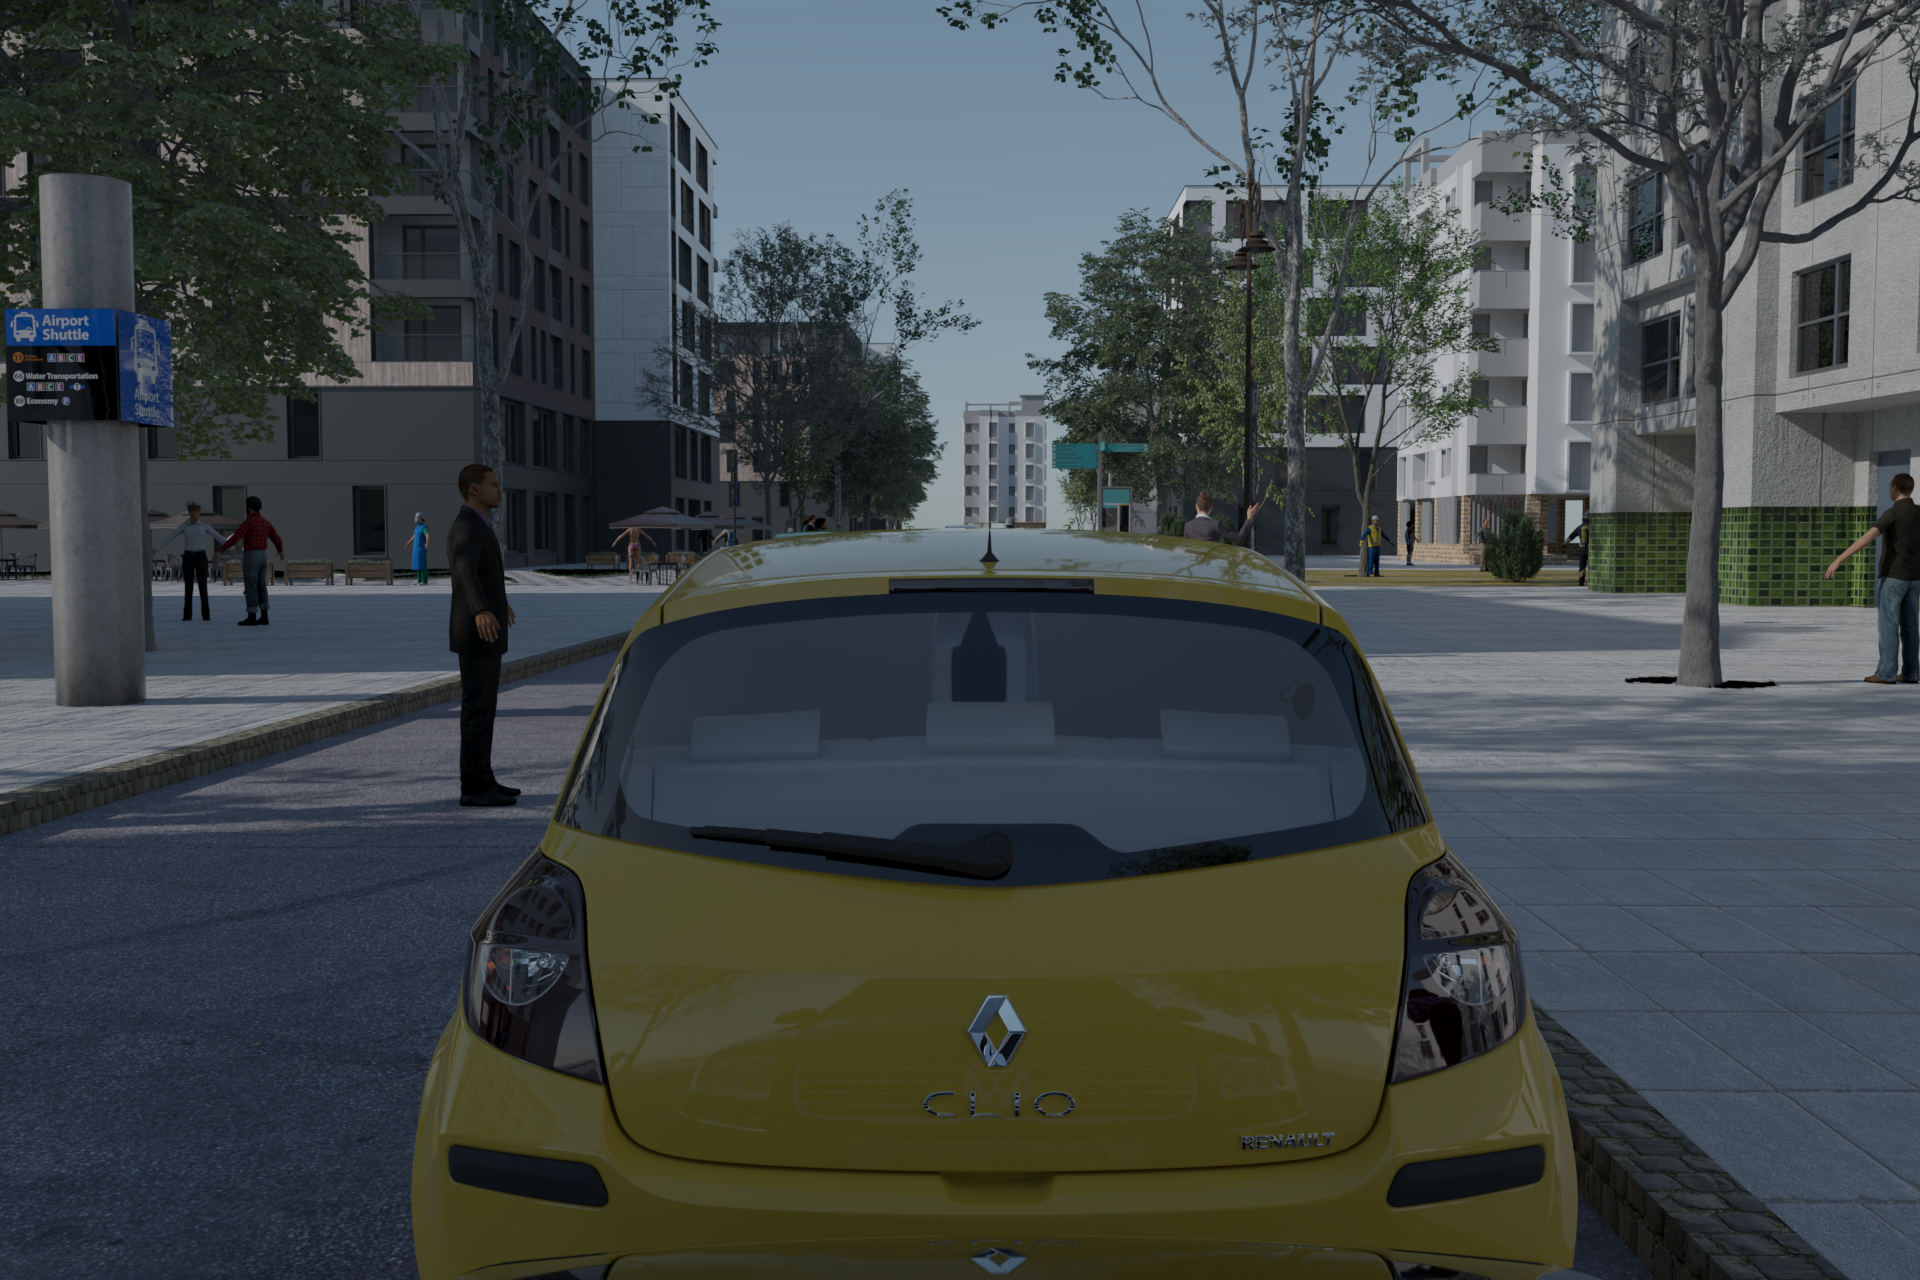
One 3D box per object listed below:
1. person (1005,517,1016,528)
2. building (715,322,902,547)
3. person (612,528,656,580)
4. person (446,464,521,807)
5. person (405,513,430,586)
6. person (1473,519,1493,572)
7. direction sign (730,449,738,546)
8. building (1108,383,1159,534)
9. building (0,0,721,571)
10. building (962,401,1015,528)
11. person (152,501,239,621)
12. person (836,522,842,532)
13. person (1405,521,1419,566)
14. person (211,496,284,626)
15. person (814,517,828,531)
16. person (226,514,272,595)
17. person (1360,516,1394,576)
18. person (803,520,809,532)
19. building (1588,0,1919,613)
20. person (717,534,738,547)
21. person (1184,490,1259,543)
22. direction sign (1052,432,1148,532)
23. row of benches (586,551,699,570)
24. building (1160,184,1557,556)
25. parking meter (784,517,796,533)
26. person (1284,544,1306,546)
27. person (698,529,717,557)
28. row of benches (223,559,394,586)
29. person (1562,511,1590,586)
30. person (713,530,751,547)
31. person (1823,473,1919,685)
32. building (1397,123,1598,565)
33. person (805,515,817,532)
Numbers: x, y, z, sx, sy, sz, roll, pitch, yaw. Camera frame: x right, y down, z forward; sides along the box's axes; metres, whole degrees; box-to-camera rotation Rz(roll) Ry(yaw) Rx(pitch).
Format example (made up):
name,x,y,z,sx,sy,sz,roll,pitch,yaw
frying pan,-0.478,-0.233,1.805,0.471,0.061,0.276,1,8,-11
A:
name,x,y,z,sx,sy,sz,roll,pitch,yaw
person,1.270,-2.151,43.396,1.354,1.858,0.705,2,4,28
building,-21.015,-20.753,183.289,27.936,21.610,32.646,0,4,2
person,-9.131,-2.556,48.596,1.217,1.733,0.721,-1,4,-13
person,-2.533,-0.034,9.234,0.704,1.802,1.346,-1,4,-11
person,-13.449,-2.262,43.112,0.704,1.817,1.347,-3,5,-40
person,17.933,-3.229,59.059,1.348,1.796,0.705,-2,4,-31
direction sign,-6.052,-3.333,46.493,0.379,3.537,0.876,0,4,3
building,26.887,-21.059,210.775,16.747,18.905,31.486,0,4,1
building,-27.033,-14.194,76.051,27.936,21.610,32.646,0,4,1
building,0.699,-23.207,238.306,11.380,20.090,16.016,0,4,-4
person,-11.322,-1.172,25.622,1.216,1.778,0.721,-1,4,-18
person,-4.778,-3.871,69.748,0.721,1.772,1.216,0,4,7
person,18.330,-3.933,70.446,0.704,1.843,1.345,0,4,-6
person,-9.923,-1.113,24.309,0.704,1.816,1.345,1,4,20
person,-2.500,-1.417,32.347,0.721,1.740,1.216,-1,4,-13
person,-15.041,-1.830,36.749,1.217,1.735,0.721,-1,4,-18
person,12.419,-2.803,51.791,1.349,1.833,0.705,-2,4,-30
person,-5.657,-3.557,64.340,0.705,1.806,1.347,0,4,-2
building,22.111,-9.545,22.511,16.747,18.905,31.486,0,4,1
person,-10.542,-4.471,78.863,0.705,1.858,1.354,3,4,37
person,2.649,-0.661,17.655,0.742,1.727,0.445,0,4,2
direction sign,3.684,-3.439,44.998,2.525,3.948,1.411,0,4,-1
row of benches,-11.261,-2.843,61.947,4.104,0.672,1.422,0,4,4
building,27.343,-16.750,117.842,27.936,21.610,32.646,0,4,1
parking meter,-5.957,-3.372,60.839,0.399,1.863,0.255,0,4,3
person,13.993,-3.861,72.394,0.991,1.433,0.599,-1,4,-12
person,-10.597,-4.049,72.345,0.704,1.812,1.346,-3,5,-41
row of benches,-16.328,-1.698,43.222,4.104,0.672,1.422,-1,4,-9
person,15.438,-2.250,42.574,1.354,1.856,0.705,3,5,42
person,-7.719,-3.238,58.796,1.347,1.847,0.705,0,4,-7
person,8.043,-0.529,14.865,1.348,1.803,0.705,-1,4,-16
building,26.713,-13.922,84.050,16.016,20.090,11.380,0,4,1
person,-4.044,-2.542,47.748,0.705,1.806,1.347,1,4,21
